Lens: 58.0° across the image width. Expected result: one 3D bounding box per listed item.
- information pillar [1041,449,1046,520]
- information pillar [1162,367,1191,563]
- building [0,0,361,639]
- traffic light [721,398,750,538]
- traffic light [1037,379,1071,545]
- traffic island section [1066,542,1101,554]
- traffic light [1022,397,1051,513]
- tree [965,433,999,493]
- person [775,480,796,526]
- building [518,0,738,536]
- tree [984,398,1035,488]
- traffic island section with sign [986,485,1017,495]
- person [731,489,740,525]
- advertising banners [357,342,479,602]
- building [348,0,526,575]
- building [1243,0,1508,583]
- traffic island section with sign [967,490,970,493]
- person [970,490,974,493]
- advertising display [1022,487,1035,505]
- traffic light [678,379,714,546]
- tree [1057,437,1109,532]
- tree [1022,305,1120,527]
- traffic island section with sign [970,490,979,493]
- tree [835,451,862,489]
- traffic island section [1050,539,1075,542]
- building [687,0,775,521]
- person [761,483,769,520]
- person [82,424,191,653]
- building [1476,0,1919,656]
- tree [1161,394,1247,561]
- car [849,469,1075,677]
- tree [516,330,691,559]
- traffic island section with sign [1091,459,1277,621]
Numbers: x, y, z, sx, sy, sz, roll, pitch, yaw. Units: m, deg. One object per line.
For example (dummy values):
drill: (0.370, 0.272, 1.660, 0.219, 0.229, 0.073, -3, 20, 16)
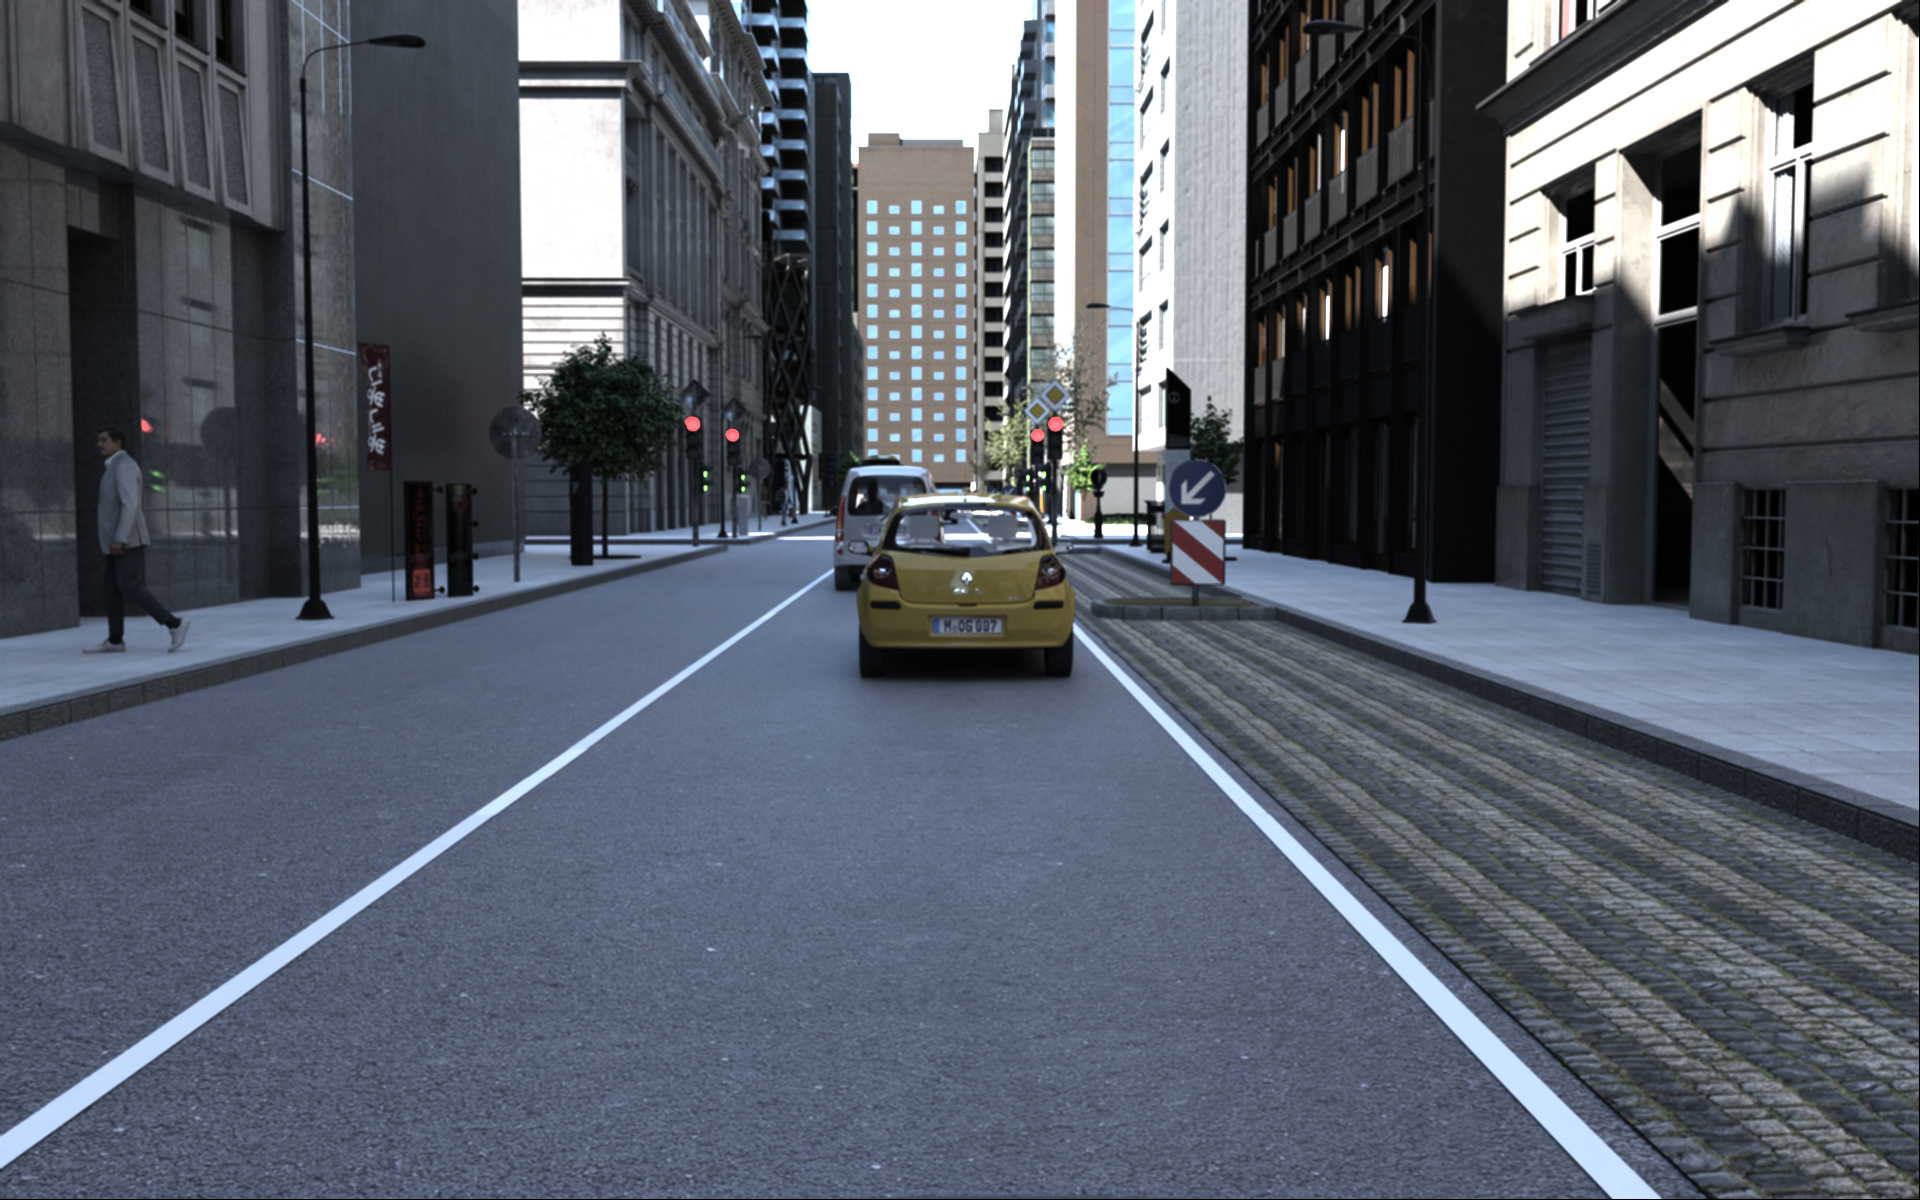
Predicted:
information pillar: (4.126, -5.838, 86.808, 0.183, 3.616, 0.504, 1, 4, 21)
information pillar: (4.019, -2.491, 32.091, 0.504, 3.616, 0.183, -1, 4, -16)
building: (-14.081, -11.920, 12.910, 12.078, 24.808, 19.932, 0, 4, -1)
traffic light: (-6.539, -3.754, 50.300, 0.839, 4.253, 0.868, 0, 4, -1)
traffic light: (2.303, -3.272, 42.421, 0.839, 4.253, 0.868, 0, 4, -1)
traffic island section: (2.343, -1.239, 42.535, 2.009, 0.180, 2.903, 0, 4, -1)
traffic light: (2.221, -3.761, 50.406, 0.839, 4.253, 0.868, 0, 4, -1)
tree: (2.816, -15.437, 202.750, 4.360, 8.622, 3.978, 0, 3, 0)
person: (-6.876, -3.815, 68.398, 0.794, 1.824, 0.713, -3, 4, -37)
building: (-16.224, -13.586, 63.932, 13.314, 21.916, 24.055, 0, 4, -1)
tree: (3.895, -10.922, 128.943, 4.737, 8.622, 4.395, 0, 3, 0)
traffic island section with sign: (2.018, -4.097, 75.612, 1.989, 1.847, 2.006, 0, 4, -1)
person: (-9.228, -3.866, 71.841, 0.503, 1.515, 0.523, -1, 4, -9)
advertising banners: (-6.539, -1.516, 20.967, 0.090, 3.025, 2.074, 1, 4, 22)
building: (-21.409, -14.575, 31.815, 24.014, 27.812, 14.314, 0, 4, -1)
building: (12.881, -12.388, 32.220, 12.332, 23.373, 15.834, 0, 4, -1)
traffic island section with sign: (1.211, -8.842, 153.190, 1.989, 1.847, 2.006, 0, 4, -1)
person: (1.073, -7.846, 137.301, 0.721, 1.766, 1.217, 1, 4, 19)
advertising display: (3.732, -5.242, 90.913, 0.974, 1.923, 0.123, 1, 4, 23)
traffic light: (-6.458, -3.266, 42.316, 0.839, 4.253, 0.868, 0, 4, -1)
tree: (4.287, -3.941, 59.040, 1.663, 3.219, 1.824, 0, 3, 0)
tree: (4.202, -7.215, 68.328, 4.360, 8.622, 3.978, 0, 3, 0)
traffic island section with sign: (1.736, -5.745, 102.566, 1.989, 1.847, 2.006, 0, 4, -1)
tree: (-8.073, -8.953, 130.092, 4.285, 4.588, 4.351, 0, 3, 0)
traffic island section: (2.261, -1.727, 50.520, 2.009, 0.180, 2.903, 0, 4, -1)
building: (-17.277, -18.354, 87.480, 14.401, 28.519, 23.554, 0, 4, -1)
person: (-9.638, -4.833, 85.033, 0.573, 1.828, 0.580, -1, 4, -22)
person: (-6.686, -0.497, 14.018, 0.795, 1.843, 0.661, -2, 4, -27)
building: (14.874, -10.768, 9.349, 16.112, 22.955, 30.059, 0, 4, -1)
tree: (4.733, -2.387, 33.627, 1.663, 3.219, 1.824, 0, 3, 0)
car: (0.019, -0.293, 15.015, 2.015, 1.641, 3.980, 0, 4, -1)
tree: (-7.070, -3.115, 34.643, 4.285, 4.588, 4.351, 0, 3, 0)
traffic island section with sign: (2.576, -0.722, 20.426, 1.989, 1.847, 2.006, 0, 4, -1)
